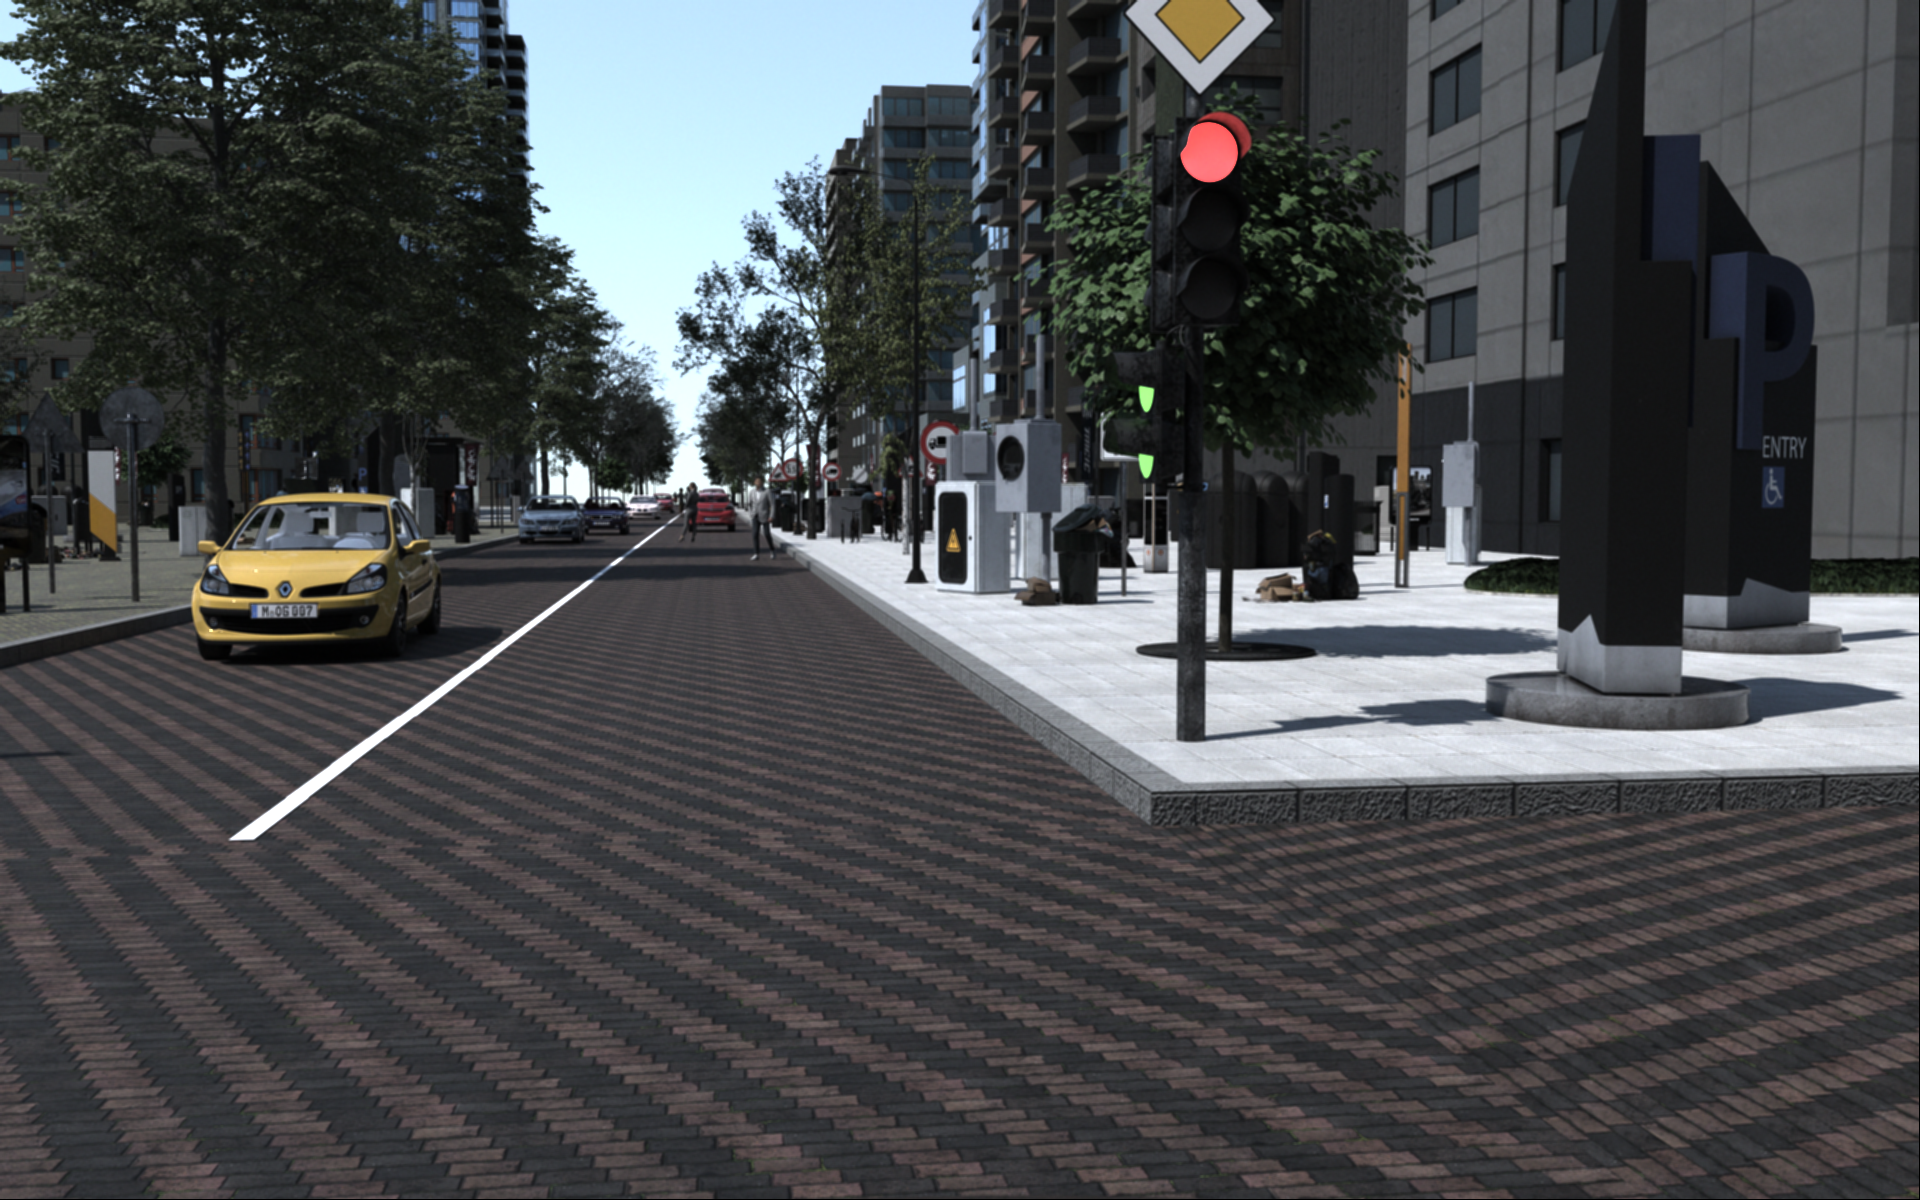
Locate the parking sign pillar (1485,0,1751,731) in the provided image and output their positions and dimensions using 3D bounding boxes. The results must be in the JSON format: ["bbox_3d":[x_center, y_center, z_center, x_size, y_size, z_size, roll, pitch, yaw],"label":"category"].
[{"bbox_3d":[3.818,-1.316,9.983,1.447,3.967,1.447,1,4,8],"label":"parking sign pillar"}]

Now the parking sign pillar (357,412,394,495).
[{"bbox_3d":[-18.921,-4.139,56.146,1.447,3.967,1.447,1,4,21],"label":"parking sign pillar"}]

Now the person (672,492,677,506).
[{"bbox_3d":[-35.097,-12.484,213.348,1.217,1.736,0.721,-1,4,-15],"label":"person"}]

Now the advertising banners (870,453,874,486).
[{"bbox_3d":[-4.022,-4.847,75.435,0.090,3.025,2.074,-1,4,-16],"label":"advertising banners"}]

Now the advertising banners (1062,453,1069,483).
[{"bbox_3d":[4.046,-4.762,74.039,0.090,3.025,2.074,-2,4,-32],"label":"advertising banners"}]

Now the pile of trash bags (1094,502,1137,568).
[{"bbox_3d":[2.002,-1.322,31.374,1.912,1.369,3.447,0,4,-6],"label":"pile of trash bags"}]

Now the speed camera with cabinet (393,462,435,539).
[{"bbox_3d":[-15.891,-3.399,49.908,0.660,3.252,2.038,-3,5,-45],"label":"speed camera with cabinet"}]

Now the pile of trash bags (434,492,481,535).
[{"bbox_3d":[-16.283,-2.793,55.420,1.912,1.369,3.447,0,4,-8],"label":"pile of trash bags"}]

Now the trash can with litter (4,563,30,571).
[{"bbox_3d":[-16.350,-1.082,28.747,1.678,1.210,2.233,1,4,9],"label":"trash can with litter"}]

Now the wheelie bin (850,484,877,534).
[{"bbox_3d":[-3.120,-2.918,55.616,0.980,1.594,0.693,1,4,23],"label":"wheelie bin"}]

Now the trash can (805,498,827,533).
[{"bbox_3d":[-4.784,-2.805,57.523,0.748,1.137,0.748,0,3,0],"label":"trash can"}]

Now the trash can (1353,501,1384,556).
[{"bbox_3d":[8.420,-1.491,36.028,0.748,1.137,0.748,0,3,0],"label":"trash can"}]

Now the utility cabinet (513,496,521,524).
[{"bbox_3d":[-18.941,-3.847,74.058,0.306,1.237,1.020,-1,4,-17],"label":"utility cabinet"}]

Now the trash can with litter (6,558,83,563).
[{"bbox_3d":[-17.834,-1.442,34.639,1.678,1.210,2.233,0,4,1],"label":"trash can with litter"}]

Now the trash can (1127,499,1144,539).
[{"bbox_3d":[5.076,-2.355,50.164,0.748,1.137,0.748,0,3,0],"label":"trash can"}]

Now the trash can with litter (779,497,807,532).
[{"bbox_3d":[-5.600,-2.887,58.584,1.055,1.170,0.624,2,4,35],"label":"trash can with litter"}]

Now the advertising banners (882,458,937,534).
[{"bbox_3d":[-1.585,-3.656,55.971,2.074,3.025,0.090,2,4,26],"label":"advertising banners"}]

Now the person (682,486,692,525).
[{"bbox_3d":[-12.657,-4.408,80.750,0.526,1.800,0.537,-2,4,-31],"label":"person"}]

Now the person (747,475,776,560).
[{"bbox_3d":[-4.333,-1.807,37.890,0.661,1.843,0.795,1,4,17],"label":"person"}]

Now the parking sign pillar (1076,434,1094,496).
[{"bbox_3d":[5.664,-5.511,78.581,1.447,3.967,1.447,2,4,24],"label":"parking sign pillar"}]

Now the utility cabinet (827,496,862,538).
[{"bbox_3d":[-3.408,-2.443,51.103,1.020,1.237,0.306,-2,4,-29],"label":"utility cabinet"}]

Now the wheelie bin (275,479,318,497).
[{"bbox_3d":[-13.528,-1.681,35.389,0.693,1.594,0.980,3,5,42],"label":"wheelie bin"}]

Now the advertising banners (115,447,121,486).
[{"bbox_3d":[-27.407,-3.620,55.379,2.074,3.025,0.090,2,4,31],"label":"advertising banners"}]

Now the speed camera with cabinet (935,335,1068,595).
[{"bbox_3d":[0.455,-1.695,22.053,0.660,3.252,2.038,-2,4,-34],"label":"speed camera with cabinet"}]

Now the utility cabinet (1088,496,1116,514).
[{"bbox_3d":[3.970,-2.340,49.417,1.020,1.237,0.306,-3,4,-36],"label":"utility cabinet"}]

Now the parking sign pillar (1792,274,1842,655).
[{"bbox_3d":[6.592,-1.587,14.421,1.447,3.967,1.447,-3,4,-36],"label":"parking sign pillar"}]

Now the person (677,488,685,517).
[{"bbox_3d":[-17.382,-6.099,108.213,0.705,1.824,1.348,1,4,23],"label":"person"}]

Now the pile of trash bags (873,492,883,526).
[{"bbox_3d":[-3.258,-3.802,71.920,1.912,1.369,3.447,-1,4,-9],"label":"pile of trash bags"}]

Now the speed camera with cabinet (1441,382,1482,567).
[{"bbox_3d":[9.079,-2.262,31.314,0.660,3.252,2.038,1,4,20],"label":"speed camera with cabinet"}]

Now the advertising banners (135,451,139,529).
[{"bbox_3d":[-30.660,-4.177,64.487,0.090,3.025,2.074,-2,4,-26],"label":"advertising banners"}]

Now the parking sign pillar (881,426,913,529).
[{"bbox_3d":[-2.169,-4.601,63.700,1.447,3.967,1.447,-2,4,-24],"label":"parking sign pillar"}]

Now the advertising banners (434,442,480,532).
[{"bbox_3d":[-17.231,-3.811,58.501,2.074,3.025,0.090,-2,4,-27],"label":"advertising banners"}]

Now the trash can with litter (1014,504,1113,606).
[{"bbox_3d":[1.199,-0.530,20.053,1.055,1.170,0.624,-2,4,-29],"label":"trash can with litter"}]

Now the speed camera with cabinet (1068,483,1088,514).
[{"bbox_3d":[0.841,-1.917,25.680,2.038,3.252,0.660,-1,4,-11],"label":"speed camera with cabinet"}]

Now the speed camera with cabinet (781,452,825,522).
[{"bbox_3d":[-7.102,-5.095,77.640,2.038,3.252,0.660,0,4,3],"label":"speed camera with cabinet"}]

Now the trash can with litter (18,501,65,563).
[{"bbox_3d":[-17.121,-1.267,32.095,0.624,1.170,1.055,0,4,2],"label":"trash can with litter"}]

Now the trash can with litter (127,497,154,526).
[{"bbox_3d":[-32.492,-3.500,68.618,1.055,1.170,0.624,0,4,6],"label":"trash can with litter"}]

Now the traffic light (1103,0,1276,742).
[{"bbox_3d":[1.184,-1.223,8.909,0.839,4.253,0.868,-1,4,-8],"label":"traffic light"}]

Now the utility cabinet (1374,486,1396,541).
[{"bbox_3d":[11.641,-2.309,46.434,0.318,1.500,1.173,-3,4,-36],"label":"utility cabinet"}]

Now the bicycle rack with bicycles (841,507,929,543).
[{"bbox_3d":[-2.110,-2.000,46.089,2.852,0.926,2.925,0,4,-3],"label":"bicycle rack with bicycles"}]

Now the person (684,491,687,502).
[{"bbox_3d":[-36.324,-13.530,229.804,1.350,1.814,0.705,-3,4,-38],"label":"person"}]

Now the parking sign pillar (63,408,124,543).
[{"bbox_3d":[-23.115,-3.524,46.082,1.447,3.967,1.447,-2,4,-26],"label":"parking sign pillar"}]

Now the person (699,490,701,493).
[{"bbox_3d":[-22.485,-8.584,149.373,0.617,1.759,0.750,2,4,30],"label":"person"}]

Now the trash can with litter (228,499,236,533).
[{"bbox_3d":[-20.768,-2.290,48.830,0.624,1.170,1.055,-1,4,-19],"label":"trash can with litter"}]

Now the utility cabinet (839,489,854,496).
[{"bbox_3d":[-4.855,-4.213,77.558,0.318,1.500,1.173,3,5,45],"label":"utility cabinet"}]

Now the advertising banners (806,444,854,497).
[{"bbox_3d":[-4.392,-3.967,61.056,2.074,3.025,0.090,0,4,-1],"label":"advertising banners"}]

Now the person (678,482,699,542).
[{"bbox_3d":[-8.184,-2.656,52.197,0.573,1.790,0.520,1,4,16],"label":"person"}]

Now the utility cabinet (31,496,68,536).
[{"bbox_3d":[-28.277,-2.602,53.712,0.306,1.237,1.020,3,5,43],"label":"utility cabinet"}]
